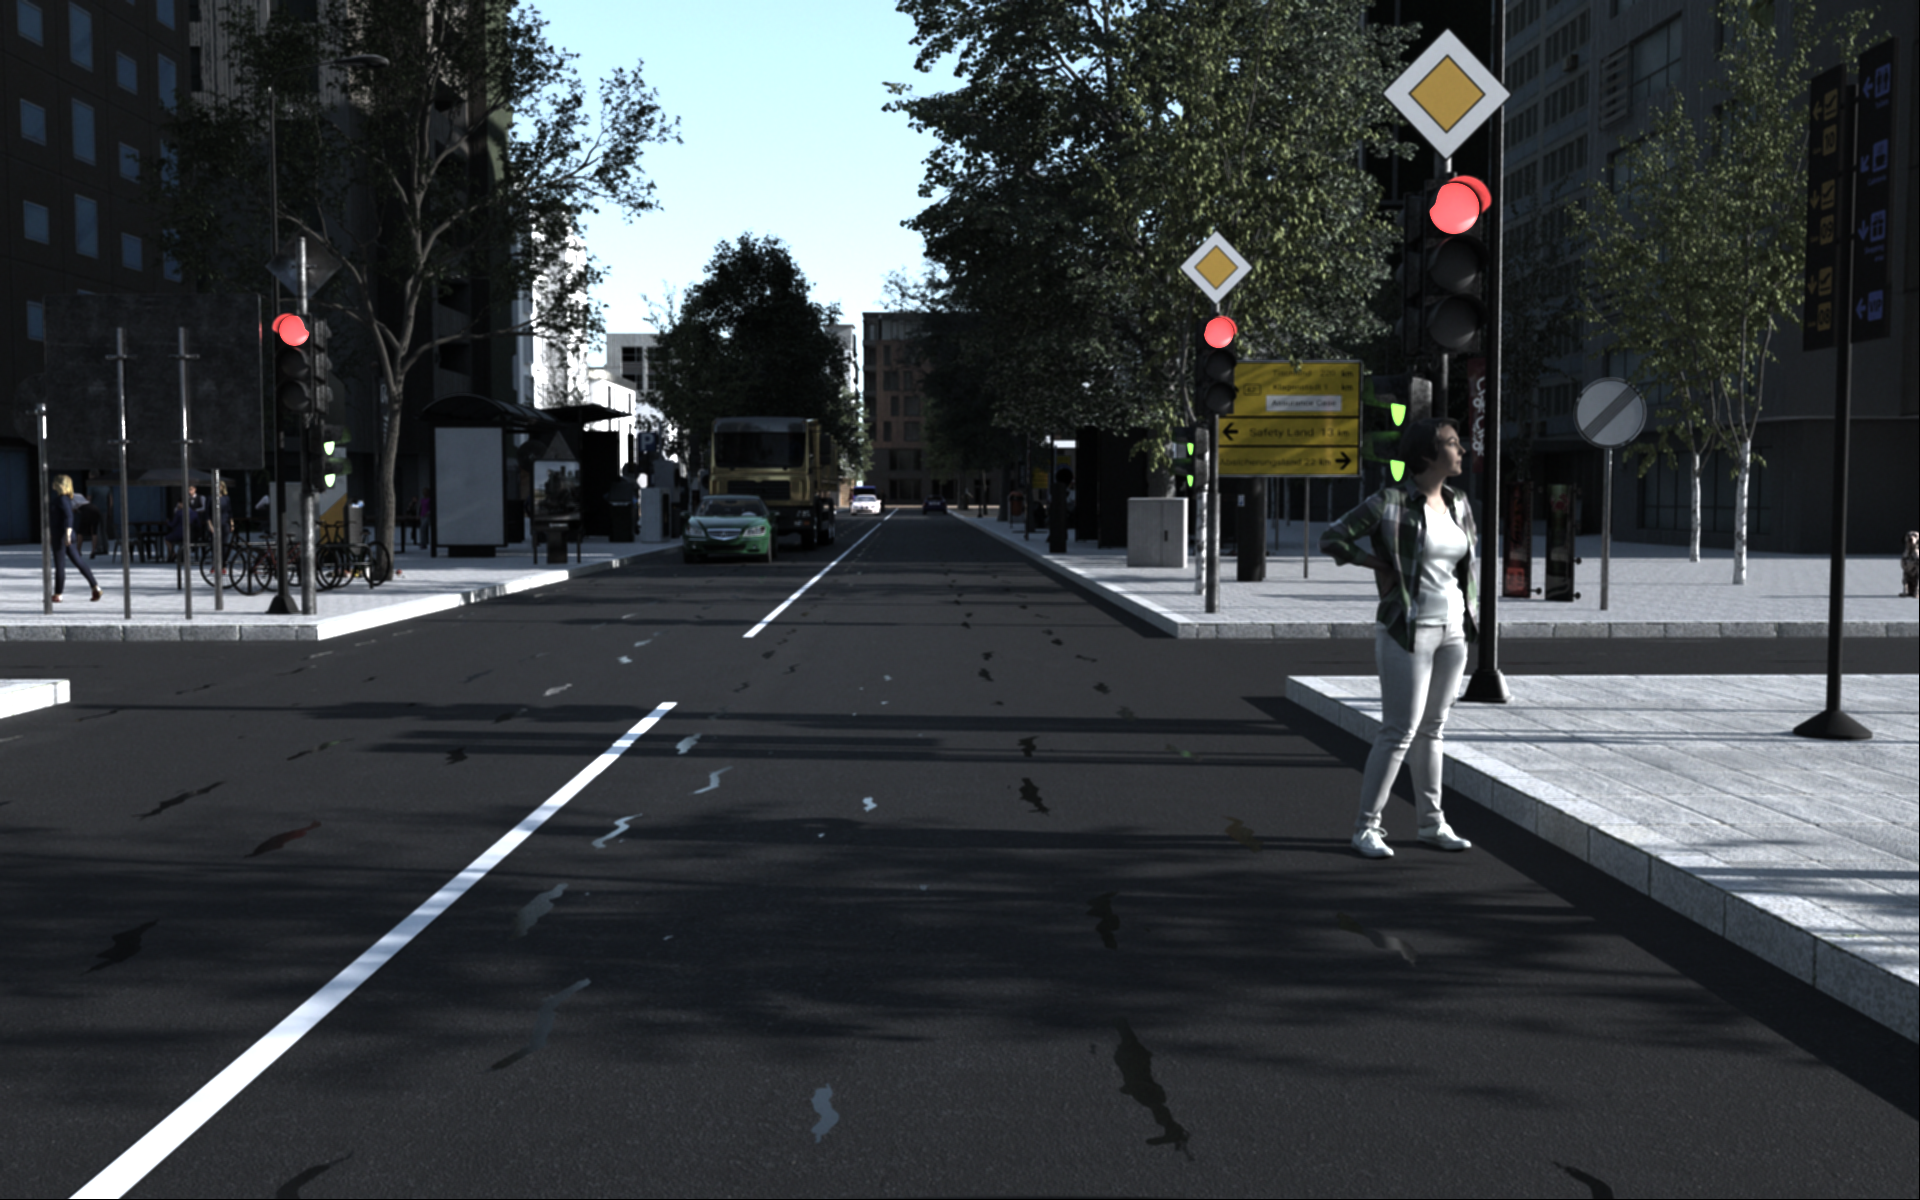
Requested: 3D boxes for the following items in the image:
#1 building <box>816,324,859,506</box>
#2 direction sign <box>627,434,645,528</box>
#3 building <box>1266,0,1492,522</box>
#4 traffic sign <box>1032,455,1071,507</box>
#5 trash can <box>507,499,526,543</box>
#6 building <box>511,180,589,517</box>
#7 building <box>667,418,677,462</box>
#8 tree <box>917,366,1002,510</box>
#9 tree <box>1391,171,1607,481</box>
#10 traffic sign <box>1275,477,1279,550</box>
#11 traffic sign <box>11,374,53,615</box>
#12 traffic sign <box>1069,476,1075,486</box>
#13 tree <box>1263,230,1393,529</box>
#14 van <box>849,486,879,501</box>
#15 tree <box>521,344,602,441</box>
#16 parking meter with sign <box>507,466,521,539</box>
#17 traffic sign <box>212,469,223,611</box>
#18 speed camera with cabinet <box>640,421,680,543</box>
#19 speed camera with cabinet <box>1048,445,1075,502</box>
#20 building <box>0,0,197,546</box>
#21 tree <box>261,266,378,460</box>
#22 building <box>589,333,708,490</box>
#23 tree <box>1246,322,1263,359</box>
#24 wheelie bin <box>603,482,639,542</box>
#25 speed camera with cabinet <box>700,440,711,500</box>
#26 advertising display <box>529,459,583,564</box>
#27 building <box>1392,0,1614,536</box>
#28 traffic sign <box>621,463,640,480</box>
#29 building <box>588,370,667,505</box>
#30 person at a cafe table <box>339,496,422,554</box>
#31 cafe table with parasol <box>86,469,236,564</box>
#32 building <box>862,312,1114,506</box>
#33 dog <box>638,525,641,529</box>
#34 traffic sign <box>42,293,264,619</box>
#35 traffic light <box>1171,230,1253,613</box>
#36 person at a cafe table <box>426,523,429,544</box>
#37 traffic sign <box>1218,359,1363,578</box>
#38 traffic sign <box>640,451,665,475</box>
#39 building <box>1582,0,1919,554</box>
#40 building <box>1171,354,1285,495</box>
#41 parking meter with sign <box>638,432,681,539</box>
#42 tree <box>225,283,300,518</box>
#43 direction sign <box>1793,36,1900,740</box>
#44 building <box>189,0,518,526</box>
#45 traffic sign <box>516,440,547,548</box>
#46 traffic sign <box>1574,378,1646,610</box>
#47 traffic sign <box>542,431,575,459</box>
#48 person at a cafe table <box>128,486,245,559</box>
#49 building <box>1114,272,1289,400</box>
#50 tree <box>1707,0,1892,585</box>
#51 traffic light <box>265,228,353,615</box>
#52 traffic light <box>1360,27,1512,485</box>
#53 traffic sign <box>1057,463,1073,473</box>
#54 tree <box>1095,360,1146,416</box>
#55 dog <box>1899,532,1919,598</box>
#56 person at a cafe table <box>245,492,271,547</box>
[{"bbox_3d":[-17.566,-20.951,198.972,11.380,20.091,16.016,0,4,-1],"label":"building"},{"bbox_3d":[-12.226,-4.490,65.404,0.379,3.537,0.876,2,4,34],"label":"direction sign"},{"bbox_3d":[26.135,-39.392,82.319,20.563,71.187,20.611,0,4,-1],"label":"building"},{"bbox_3d":[4.677,-5.910,90.500,2.265,3.308,0.079,0,4,6],"label":"traffic sign"},{"bbox_3d":[-11.743,-2.068,45.468,0.748,1.137,0.748,0,3,0],"label":"trash can"},{"bbox_3d":[-32.093,-15.529,110.315,16.016,20.091,11.380,0,4,-1],"label":"building"},{"bbox_3d":[-39.207,-12.767,150.881,28.070,9.664,9.099,0,4,-1],"label":"building"},{"bbox_3d":[0.202,-12.902,136.697,9.928,11.665,9.643,0,3,0],"label":"tree"},{"bbox_3d":[12.431,-5.416,38.915,4.360,8.622,3.978,0,3,0],"label":"tree"},{"bbox_3d":[7.210,-2.406,39.335,0.884,2.594,0.081,0,4,8],"label":"traffic sign"},{"bbox_3d":[-9.711,-1.117,18.370,0.768,2.556,0.104,1,4,8],"label":"traffic sign"},{"bbox_3d":[5.520,-5.373,87.849,0.884,2.594,0.081,0,4,-1],"label":"traffic sign"},{"bbox_3d":[11.044,-5.852,46.042,4.360,8.622,3.978,0,3,0],"label":"tree"},{"bbox_3d":[-7.257,-7.801,131.932,2.240,2.365,5.245,0,4,-2],"label":"van"},{"bbox_3d":[-18.914,-8.127,83.233,4.360,8.622,3.978,0,3,0],"label":"tree"},{"bbox_3d":[-12.460,-3.139,47.583,1.738,3.016,0.543,0,4,-2],"label":"parking meter with sign"},{"bbox_3d":[-8.174,-1.157,19.030,0.768,2.556,0.104,0,4,5],"label":"traffic sign"},{"bbox_3d":[-7.994,-3.177,46.281,0.660,3.252,2.038,0,4,5],"label":"speed camera with cabinet"},{"bbox_3d":[4.484,-4.621,69.893,0.660,3.252,2.038,-3,5,-44],"label":"speed camera with cabinet"},{"bbox_3d":[-30.375,-24.183,45.509,14.600,45.320,14.200,0,4,-1],"label":"building"},{"bbox_3d":[-19.427,-6.224,52.133,4.360,8.622,3.978,0,3,0],"label":"tree"},{"bbox_3d":[-38.994,-20.311,198.549,31.486,18.905,16.747,0,4,-1],"label":"building"},{"bbox_3d":[12.331,-6.605,58.350,4.360,8.622,3.978,0,3,0],"label":"tree"},{"bbox_3d":[-8.999,-2.333,46.051,0.980,1.594,0.693,0,4,1],"label":"wheelie bin"},{"bbox_3d":[-9.838,-4.216,63.262,2.038,3.252,0.660,0,4,-3],"label":"speed camera with cabinet"},{"bbox_3d":[-7.434,-1.633,31.909,0.974,1.923,0.123,-3,4,-36],"label":"advertising display"},{"bbox_3d":[32.585,-22.534,60.319,32.217,40.220,23.993,0,4,-1],"label":"building"},{"bbox_3d":[-13.018,-4.181,68.471,0.768,2.556,0.104,0,4,3],"label":"traffic sign"},{"bbox_3d":[-28.946,-11.541,130.836,9.099,9.664,28.070,0,4,-1],"label":"building"},{"bbox_3d":[-12.806,-1.612,37.212,1.698,1.238,1.726,1,4,9],"label":"person at a cafe table"},{"bbox_3d":[-14.921,-1.683,32.376,2.610,1.966,2.610,0,4,3],"label":"cafe table with parasol"},{"bbox_3d":[5.035,-22.106,205.410,32.646,21.610,27.936,0,4,-1],"label":"building"},{"bbox_3d":[-11.543,-2.819,63.826,0.550,0.427,0.748,-3,5,-43],"label":"dog"},{"bbox_3d":[-8.215,-1.454,17.648,2.265,3.308,0.079,0,4,3],"label":"traffic sign"},{"bbox_3d":[2.706,-1.815,18.589,0.839,4.253,0.868,0,4,-1],"label":"traffic light"},{"bbox_3d":[-14.118,-2.046,44.309,1.698,1.238,1.726,0,4,8],"label":"person at a cafe table"},{"bbox_3d":[4.952,-1.983,26.294,2.265,3.308,0.079,0,4,-1],"label":"traffic sign"},{"bbox_3d":[-8.985,-3.094,50.699,0.768,2.556,0.104,0,4,2],"label":"traffic sign"},{"bbox_3d":[23.811,-21.739,39.025,14.086,41.232,14.154,0,4,-1],"label":"building"},{"bbox_3d":[19.769,-10.352,111.404,9.099,9.664,28.070,0,4,-1],"label":"building"},{"bbox_3d":[-8.538,-3.253,49.455,0.543,3.016,1.738,1,4,15],"label":"parking meter with sign"},{"bbox_3d":[-24.816,-6.756,60.821,4.737,8.622,4.395,0,3,0],"label":"tree"},{"bbox_3d":[4.637,-1.046,9.097,0.379,3.537,0.876,0,4,1],"label":"direction sign"},{"bbox_3d":[-26.813,-18.276,70.513,14.160,30.474,14.107,0,4,-1],"label":"building"},{"bbox_3d":[-10.099,-2.498,40.955,0.768,2.556,0.104,0,4,-1],"label":"traffic sign"},{"bbox_3d":[7.126,-1.161,19.082,0.768,2.556,0.104,0,4,4],"label":"traffic sign"},{"bbox_3d":[-8.292,-2.189,35.786,0.884,2.594,0.081,0,4,-1],"label":"traffic sign"},{"bbox_3d":[-15.554,-1.609,34.818,1.698,1.524,1.622,0,4,-8],"label":"person at a cafe table"},{"bbox_3d":[22.674,-16.793,141.016,16.747,18.905,31.486,0,4,-1],"label":"building"},{"bbox_3d":[11.005,-4.537,24.547,4.737,8.622,4.395,0,3,0],"label":"tree"},{"bbox_3d":[-6.912,-1.798,18.323,0.839,4.253,0.868,0,4,-1],"label":"traffic light"},{"bbox_3d":[2.915,-1.326,10.607,0.839,4.253,0.868,0,4,-1],"label":"traffic light"},{"bbox_3d":[4.286,-4.383,71.766,0.768,2.556,0.104,0,4,6],"label":"traffic sign"},{"bbox_3d":[9.264,-8.589,90.792,4.360,8.622,3.978,0,3,0],"label":"tree"},{"bbox_3d":[12.016,-0.439,21.559,0.800,0.831,0.513,0,4,-7],"label":"dog"},{"bbox_3d":[-16.214,-1.965,40.646,1.698,1.524,1.622,-3,5,-41],"label":"person at a cafe table"}]
